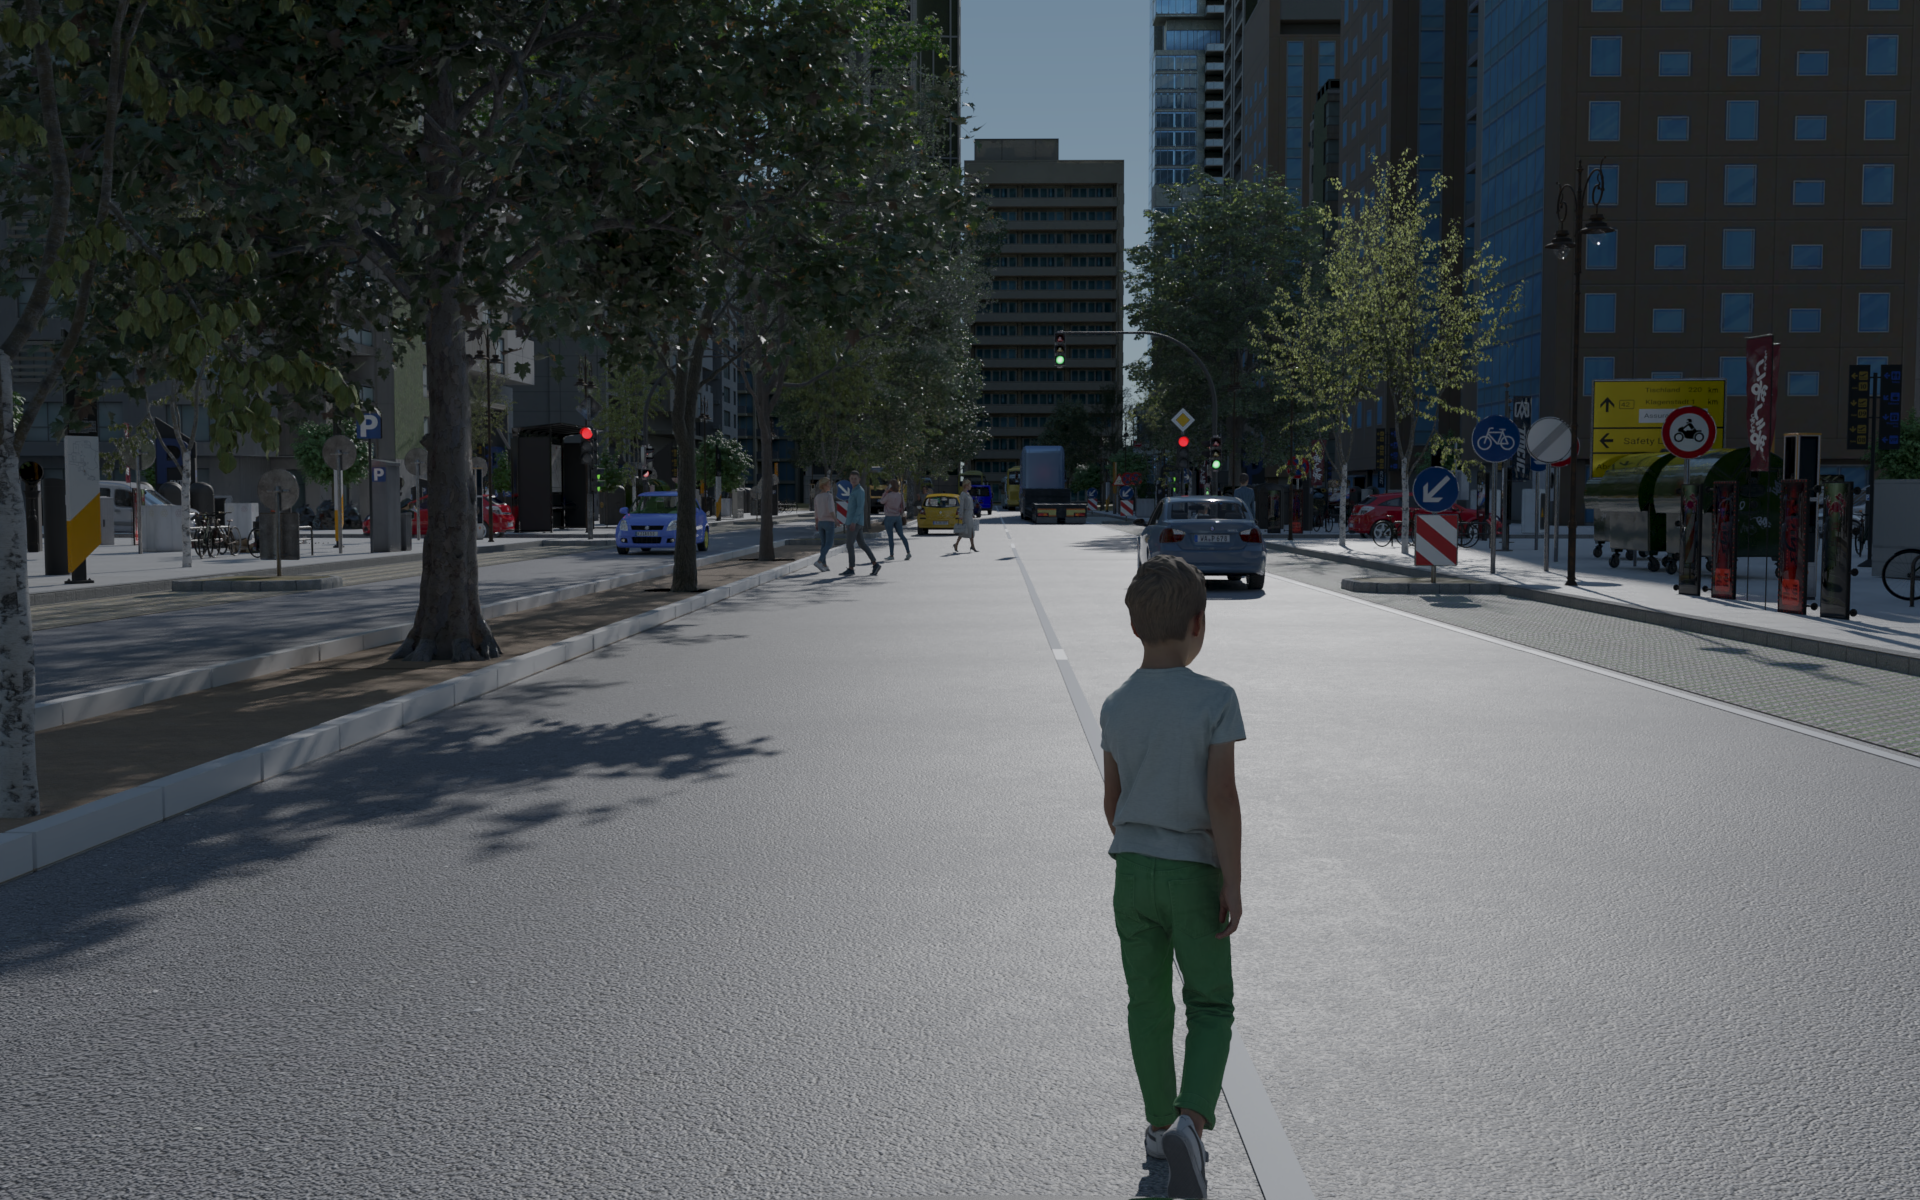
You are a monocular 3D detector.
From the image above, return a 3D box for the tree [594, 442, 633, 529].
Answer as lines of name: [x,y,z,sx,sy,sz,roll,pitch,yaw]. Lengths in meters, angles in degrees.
tree: [-13.260,-4.286,64.684,1.663,3.219,1.824,0,3,0]

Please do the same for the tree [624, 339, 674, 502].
tree: [-13.559,-7.355,70.614,4.737,8.622,4.395,0,3,0]

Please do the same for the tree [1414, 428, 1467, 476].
tree: [24.263,-6.226,85.508,4.285,4.588,4.351,0,3,0]

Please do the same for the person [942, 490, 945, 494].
person: [-1.396,-8.813,152.674,0.705,1.814,1.350,1,4,18]

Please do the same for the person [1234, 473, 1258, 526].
person: [5.368,-1.478,32.694,0.581,1.822,0.654,-1,4,-9]

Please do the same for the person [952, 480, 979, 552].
person: [0.142,-2.076,42.788,0.624,1.780,0.694,2,4,33]

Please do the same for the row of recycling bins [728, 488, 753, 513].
row of recycling bins: [-14.620,-6.656,115.931,1.069,1.692,3.534,1,4,11]

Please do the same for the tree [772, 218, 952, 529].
tree: [-3.928,-9.173,70.569,7.486,12.596,7.792,0,3,0]

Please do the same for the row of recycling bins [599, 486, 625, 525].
row of recycling bins: [-14.679,-4.048,73.294,1.069,1.692,3.534,-1,4,-15]

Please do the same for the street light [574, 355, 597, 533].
street light: [-12.303,-5.154,57.060,0.468,5.910,1.993,0,4,1]

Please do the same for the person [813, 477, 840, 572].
person: [-2.495,-1.393,31.942,0.731,1.740,0.598,2,4,33]

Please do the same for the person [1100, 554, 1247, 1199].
person: [0.437,0.560,3.595,0.306,1.304,0.590,1,4,8]

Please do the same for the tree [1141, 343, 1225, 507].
tree: [10.266,-7.766,77.329,4.360,8.622,3.978,0,3,0]

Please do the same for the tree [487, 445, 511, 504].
tree: [-18.016,-4.525,68.583,1.663,3.219,1.824,0,3,0]

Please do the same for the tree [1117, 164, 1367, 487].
tree: [10.846,-9.821,67.224,9.857,13.997,8.962,0,3,0]

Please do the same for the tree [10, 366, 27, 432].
tree: [-19.330,-2.999,32.745,4.285,4.588,4.351,0,3,0]

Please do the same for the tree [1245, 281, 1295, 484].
tree: [9.455,-5.671,43.076,4.360,8.622,3.978,0,3,0]

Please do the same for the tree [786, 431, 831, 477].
tree: [-10.986,-12.791,143.538,7.601,10.594,8.767,0,4,3]

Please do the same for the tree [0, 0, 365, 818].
tree: [-4.134,-3.325,7.181,4.737,8.622,4.395,0,3,0]

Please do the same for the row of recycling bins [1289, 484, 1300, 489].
row of recycling bins: [12.902,-3.979,72.174,3.534,1.692,1.069,-3,4,-38]

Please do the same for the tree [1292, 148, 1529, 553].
tree: [9.647,-5.297,36.962,4.360,8.622,3.978,0,3,0]

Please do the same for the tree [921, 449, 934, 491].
tree: [-2.955,-8.368,89.643,4.737,8.622,4.395,0,3,0]

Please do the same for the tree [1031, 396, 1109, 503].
tree: [12.610,-17.360,200.844,9.611,12.733,9.660,0,3,0]

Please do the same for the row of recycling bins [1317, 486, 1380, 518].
row of recycling bins: [20.352,-5.148,91.281,3.534,1.692,1.069,2,4,27]

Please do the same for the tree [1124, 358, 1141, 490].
tree: [10.256,-8.529,89.817,4.360,8.622,3.978,0,3,0]

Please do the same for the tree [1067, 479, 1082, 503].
tree: [12.162,-11.612,184.456,1.663,3.219,1.824,0,3,0]

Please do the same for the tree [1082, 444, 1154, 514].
tree: [11.109,-7.963,113.909,4.285,4.588,4.351,0,3,0]

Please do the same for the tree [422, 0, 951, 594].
tree: [-3.905,-5.906,24.784,9.928,11.665,9.643,0,3,0]

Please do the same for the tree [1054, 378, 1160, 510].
tree: [11.663,-12.551,139.619,8.767,10.594,7.601,-1,4,-20]

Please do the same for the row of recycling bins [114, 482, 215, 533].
row of recycling bins: [-26.928,-3.120,58.128,3.534,1.692,1.069,-2,4,-31]

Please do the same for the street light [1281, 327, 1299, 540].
street light: [9.180,-4.596,47.939,0.468,5.910,1.993,0,4,1]

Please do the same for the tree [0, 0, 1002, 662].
tree: [-4.450,-5.837,14.908,9.611,12.733,9.660,0,3,0]

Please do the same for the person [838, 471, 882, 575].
person: [-1.767,-1.354,30.495,0.748,1.841,0.638,0,4,2]

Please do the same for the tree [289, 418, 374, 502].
tree: [-24.089,-5.074,66.674,4.285,4.588,4.351,0,3,0]

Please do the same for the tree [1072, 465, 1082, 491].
tree: [12.223,-11.001,163.579,4.285,4.588,4.351,0,3,0]

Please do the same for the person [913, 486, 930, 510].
person: [-1.562,-3.800,70.987,0.716,1.782,0.532,0,4,1]

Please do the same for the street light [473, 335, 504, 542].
street light: [-12.523,-4.483,46.080,0.468,5.910,1.993,0,4,1]

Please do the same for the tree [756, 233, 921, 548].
tree: [-3.391,-5.671,45.534,4.737,8.622,4.395,0,3,0]

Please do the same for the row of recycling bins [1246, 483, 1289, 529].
row of recycling bins: [11.481,-3.531,64.852,1.069,1.692,3.534,0,4,4]

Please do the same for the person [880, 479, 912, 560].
person: [-1.363,-1.748,37.676,0.593,1.750,0.643,-3,5,-40]

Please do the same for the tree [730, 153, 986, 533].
tree: [-3.622,-9.337,61.765,9.857,13.997,8.962,0,3,0]

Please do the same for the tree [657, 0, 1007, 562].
tree: [-4.098,-7.561,36.456,12.009,13.543,11.850,0,3,0]

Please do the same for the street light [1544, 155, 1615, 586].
street light: [8.570,-3.139,24.108,0.468,5.910,1.993,0,4,1]

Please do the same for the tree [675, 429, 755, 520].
tree: [-11.991,-6.304,86.778,4.285,4.588,4.351,0,3,0]

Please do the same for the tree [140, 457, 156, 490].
tree: [-29.932,-4.321,65.252,1.663,3.219,1.824,0,3,0]

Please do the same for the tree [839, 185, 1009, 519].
tree: [-4.017,-14.662,98.068,12.611,20.169,13.585,0,3,0]

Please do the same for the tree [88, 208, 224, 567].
tree: [-13.674,-4.889,30.293,4.360,8.622,3.978,0,3,0]

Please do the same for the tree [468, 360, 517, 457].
tree: [-25.130,-8.519,89.655,4.360,8.622,3.978,0,3,0]

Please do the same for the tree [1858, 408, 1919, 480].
tree: [35.392,-4.947,64.591,4.285,4.588,4.351,0,3,0]

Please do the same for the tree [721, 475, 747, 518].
tree: [-12.650,-6.105,94.417,1.663,3.219,1.824,0,3,0]
